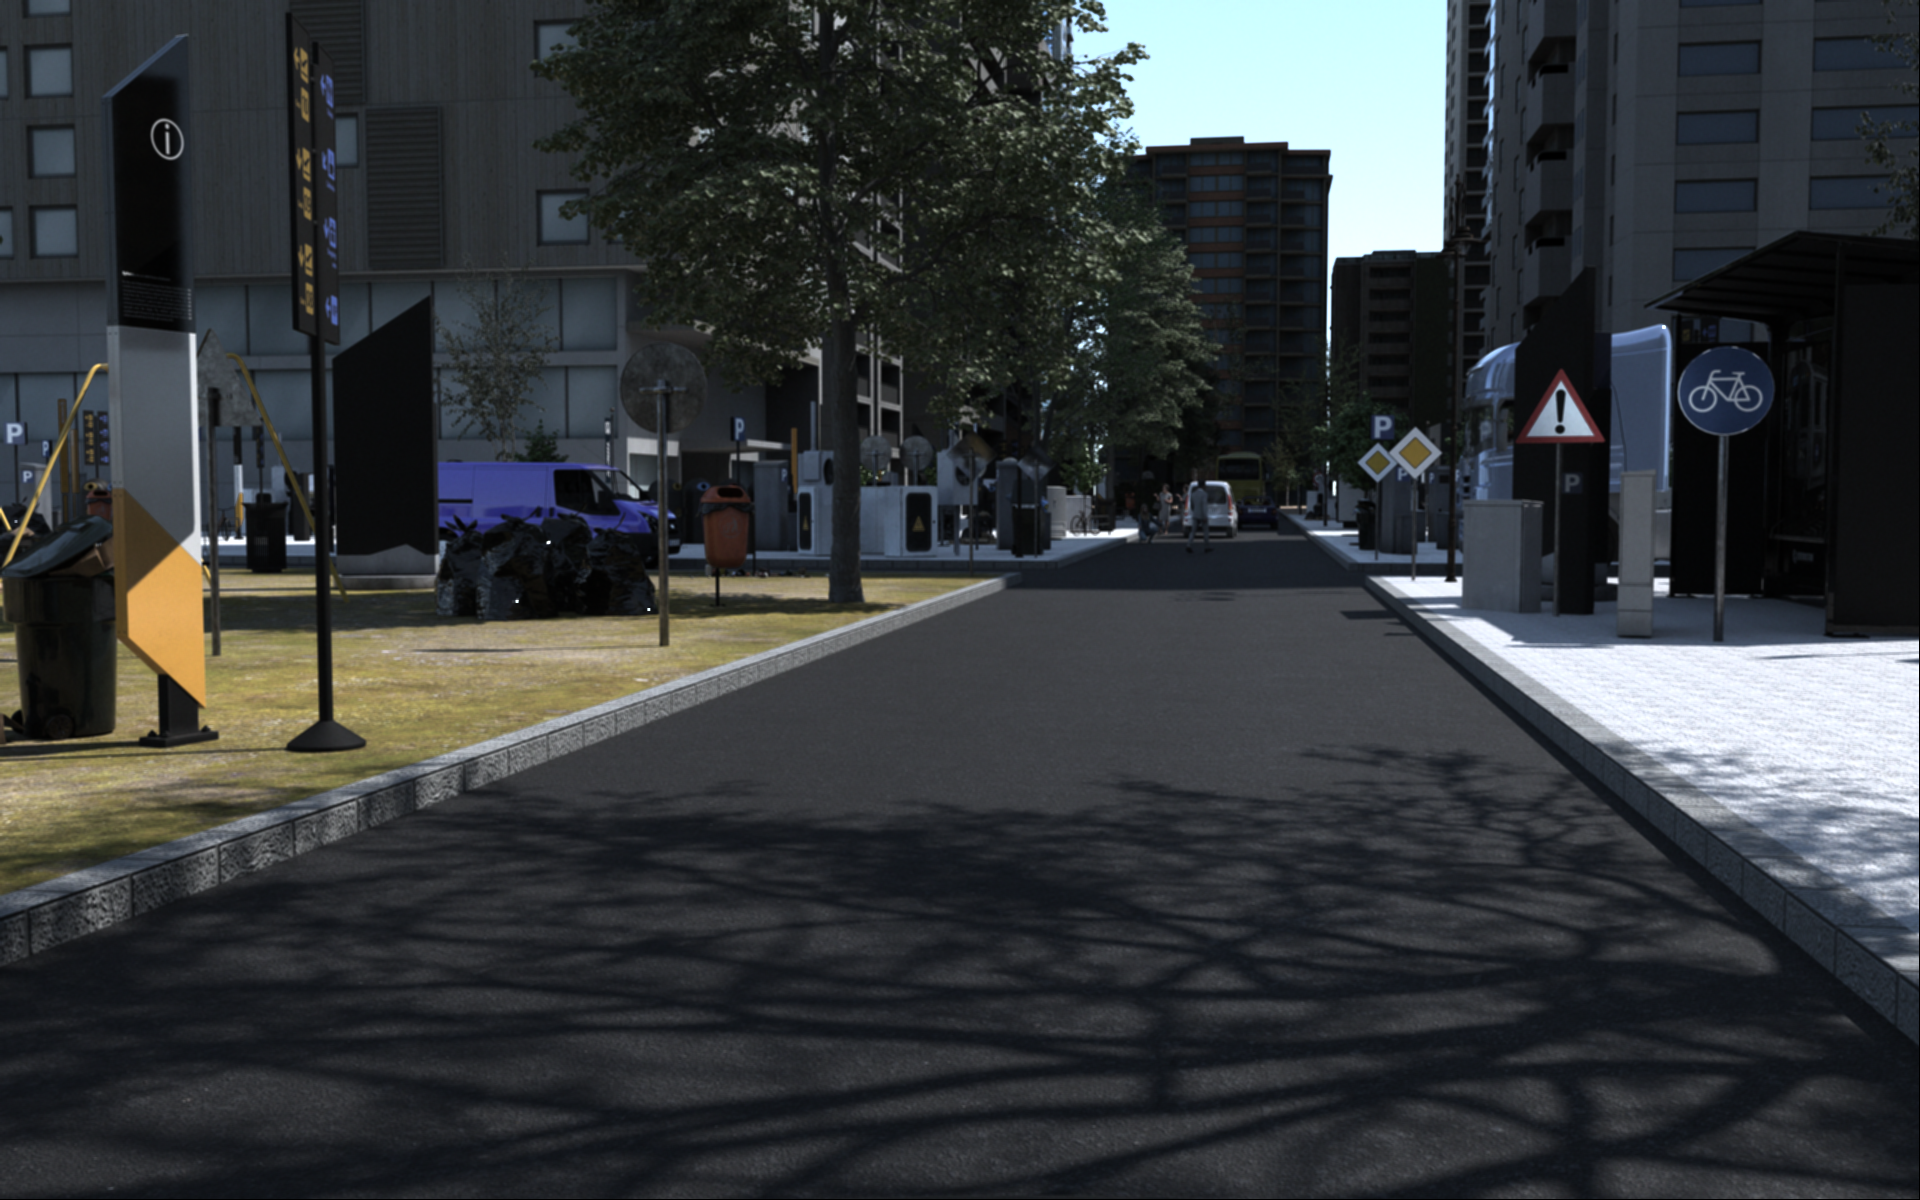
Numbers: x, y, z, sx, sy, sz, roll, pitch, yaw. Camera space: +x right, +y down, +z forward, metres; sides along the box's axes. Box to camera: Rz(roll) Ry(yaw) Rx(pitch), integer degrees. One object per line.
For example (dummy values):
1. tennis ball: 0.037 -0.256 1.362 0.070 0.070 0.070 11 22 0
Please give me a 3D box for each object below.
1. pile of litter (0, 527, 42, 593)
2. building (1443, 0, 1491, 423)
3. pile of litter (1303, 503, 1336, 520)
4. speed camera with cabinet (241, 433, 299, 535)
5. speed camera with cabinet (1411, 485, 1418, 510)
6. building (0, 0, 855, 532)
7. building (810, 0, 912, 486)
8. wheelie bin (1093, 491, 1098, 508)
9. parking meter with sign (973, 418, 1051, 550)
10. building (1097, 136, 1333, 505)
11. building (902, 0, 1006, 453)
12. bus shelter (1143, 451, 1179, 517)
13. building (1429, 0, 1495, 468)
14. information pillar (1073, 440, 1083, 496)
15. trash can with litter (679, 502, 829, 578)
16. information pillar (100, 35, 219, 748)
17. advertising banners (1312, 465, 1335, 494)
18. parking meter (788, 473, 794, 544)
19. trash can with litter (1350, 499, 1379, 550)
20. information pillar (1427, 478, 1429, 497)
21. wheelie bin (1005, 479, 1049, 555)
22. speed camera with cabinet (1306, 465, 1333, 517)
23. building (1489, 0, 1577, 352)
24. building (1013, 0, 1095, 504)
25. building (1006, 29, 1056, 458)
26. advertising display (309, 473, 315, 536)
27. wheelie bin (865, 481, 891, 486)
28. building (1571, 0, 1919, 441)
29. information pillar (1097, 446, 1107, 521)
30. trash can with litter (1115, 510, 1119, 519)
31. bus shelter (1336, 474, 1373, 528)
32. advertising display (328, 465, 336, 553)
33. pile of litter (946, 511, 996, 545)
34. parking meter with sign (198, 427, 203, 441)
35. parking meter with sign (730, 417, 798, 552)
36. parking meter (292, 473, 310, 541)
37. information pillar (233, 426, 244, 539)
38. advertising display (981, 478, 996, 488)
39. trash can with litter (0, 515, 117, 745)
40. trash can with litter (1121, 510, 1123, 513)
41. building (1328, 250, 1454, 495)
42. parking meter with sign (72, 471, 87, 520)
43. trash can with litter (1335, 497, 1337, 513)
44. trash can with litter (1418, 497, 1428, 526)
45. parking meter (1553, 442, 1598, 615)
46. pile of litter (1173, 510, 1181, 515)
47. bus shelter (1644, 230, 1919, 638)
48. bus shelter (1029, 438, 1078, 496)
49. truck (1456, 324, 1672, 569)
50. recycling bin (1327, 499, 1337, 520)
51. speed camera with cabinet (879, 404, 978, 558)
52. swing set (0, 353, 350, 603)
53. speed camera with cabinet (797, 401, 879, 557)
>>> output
1. pile of litter: -12.442 -0.533 22.678 1.719 0.858 1.176 1 4 11
2. building: 69.405 -47.033 207.246 20.611 71.187 20.563 1 4 10
3. pile of litter: 17.648 -4.337 84.872 1.719 0.858 1.176 1 4 10
4. speed camera with cabinet: -22.026 -3.727 55.277 0.660 3.252 2.038 1 4 23
5. speed camera with cabinet: 18.677 -4.770 72.327 0.660 3.252 2.038 2 4 24
6. building: -19.791 -29.368 69.401 28.713 52.752 27.495 1 4 10
7. building: -16.371 -44.442 164.885 20.611 71.187 20.563 1 4 10
8. wheelie bin: 7.286 -4.995 89.583 0.693 1.594 0.980 -1 4 -10
9. parking meter with sign: 1.208 -2.663 39.806 1.738 3.016 0.543 -1 4 -8
10. building: 31.117 -34.290 215.272 28.867 44.769 22.147 1 4 10
11. building: -8.751 -30.563 123.408 21.300 48.544 21.600 1 4 10
12. bus shelter: 11.422 -6.539 98.197 1.731 3.624 6.357 1 4 10
13. building: 53.594 -51.059 147.488 22.319 86.520 31.000 1 4 10
14. information pillar: 4.790 -4.819 70.143 0.504 3.616 0.183 -3 5 -43
15. trash can with litter: -3.099 -0.969 26.894 2.233 1.210 1.678 1 4 13
16. information pillar: -4.059 -1.064 8.748 0.183 3.616 0.504 2 4 24
17. advertising banners: 21.740 -6.485 102.225 2.074 3.025 0.090 1 4 21
18. parking meter: -4.365 -2.290 43.154 0.399 1.863 0.255 -3 4 -37
19. trash can with litter: 9.541 -1.738 39.811 1.055 1.170 0.624 -2 4 -33
20. information pillar: 21.176 -4.505 78.152 0.304 2.012 0.304 1 4 22
21. wheelie bin: 1.433 -1.758 36.644 0.980 1.594 0.693 1 4 16
22. speed camera with cabinet: 18.637 -5.828 89.617 0.660 3.252 2.038 3 4 37
23. building: 51.816 -32.325 117.755 28.713 52.752 27.495 1 4 10
24. building: 1.297 -55.407 218.574 31.000 86.520 22.319 1 4 10
25. building: 1.321 -31.546 165.883 14.200 45.320 14.600 1 4 10
26. advertising display: -19.423 -2.917 52.899 0.974 1.923 0.123 0 4 1
27. wheelie bin: -2.022 -2.180 43.545 0.980 1.594 0.693 -1 4 -19
28. building: 42.803 -33.428 88.551 21.231 58.520 28.212 1 4 10
29. information pillar: 6.423 -5.298 77.977 0.504 3.616 0.183 -2 4 -31
30. trash can with litter: 7.124 -4.409 83.482 0.624 1.170 1.055 1 4 23
31. bus shelter: 14.624 -4.226 63.025 2.014 3.302 5.546 1 4 10
32. advertising display: -13.990 -2.023 38.295 0.123 1.923 0.974 -2 4 -33
33. pile of litter: 0.473 -1.851 44.226 1.719 0.858 1.176 3 4 37
34. parking meter with sign: -17.590 -2.649 39.567 0.543 3.016 1.738 -2 4 -25
35. parking meter with sign: -4.250 -2.611 38.955 1.738 3.016 0.543 1 4 21
36. parking meter: -18.007 -2.545 47.318 0.399 1.863 0.255 1 4 19
37. information pillar: -20.449 -3.529 49.058 0.183 3.616 0.504 -3 4 -38
38. advertising display: 1.307 -3.949 69.775 0.974 1.923 0.123 -2 4 -25
39. trash can with litter: -4.860 0.146 9.002 0.624 1.170 1.055 3 4 36
40. trash can with litter: 10.001 -5.968 108.964 0.624 1.170 1.055 1 4 17
41. building: 51.711 -26.685 207.998 14.107 30.474 14.160 1 4 10
42. parking meter with sign: -28.929 -3.689 56.581 0.543 3.016 1.738 3 4 39
43. trash can with litter: 18.385 -4.344 82.413 1.055 1.170 0.624 2 4 33
44. trash can with litter: 18.218 -3.487 68.398 0.624 1.170 1.055 -2 4 -28
45. parking meter: 6.568 -0.783 18.521 0.399 1.863 0.255 3 5 40
46. pile of litter: 13.304 -5.790 108.637 1.176 0.858 1.719 1 4 20
47. bus shelter: 8.806 -1.657 18.382 1.731 3.624 6.357 1 4 10
48. bus shelter: 4.174 -5.063 74.059 1.731 3.624 6.357 1 4 9
49. truck: 17.001 -2.314 27.595 18.799 4.110 2.967 1 4 9
50. recycling bin: 18.772 -4.551 86.959 0.722 1.027 0.722 2 4 28
51. speed camera with cabinet: -0.576 -2.506 35.303 2.038 3.252 0.660 -3 5 -40
52. swing set: -9.098 -1.369 20.005 3.119 2.851 2.862 3 4 36
53. speed camera with cabinet: -2.421 -2.613 37.053 2.038 3.252 0.660 1 4 16
